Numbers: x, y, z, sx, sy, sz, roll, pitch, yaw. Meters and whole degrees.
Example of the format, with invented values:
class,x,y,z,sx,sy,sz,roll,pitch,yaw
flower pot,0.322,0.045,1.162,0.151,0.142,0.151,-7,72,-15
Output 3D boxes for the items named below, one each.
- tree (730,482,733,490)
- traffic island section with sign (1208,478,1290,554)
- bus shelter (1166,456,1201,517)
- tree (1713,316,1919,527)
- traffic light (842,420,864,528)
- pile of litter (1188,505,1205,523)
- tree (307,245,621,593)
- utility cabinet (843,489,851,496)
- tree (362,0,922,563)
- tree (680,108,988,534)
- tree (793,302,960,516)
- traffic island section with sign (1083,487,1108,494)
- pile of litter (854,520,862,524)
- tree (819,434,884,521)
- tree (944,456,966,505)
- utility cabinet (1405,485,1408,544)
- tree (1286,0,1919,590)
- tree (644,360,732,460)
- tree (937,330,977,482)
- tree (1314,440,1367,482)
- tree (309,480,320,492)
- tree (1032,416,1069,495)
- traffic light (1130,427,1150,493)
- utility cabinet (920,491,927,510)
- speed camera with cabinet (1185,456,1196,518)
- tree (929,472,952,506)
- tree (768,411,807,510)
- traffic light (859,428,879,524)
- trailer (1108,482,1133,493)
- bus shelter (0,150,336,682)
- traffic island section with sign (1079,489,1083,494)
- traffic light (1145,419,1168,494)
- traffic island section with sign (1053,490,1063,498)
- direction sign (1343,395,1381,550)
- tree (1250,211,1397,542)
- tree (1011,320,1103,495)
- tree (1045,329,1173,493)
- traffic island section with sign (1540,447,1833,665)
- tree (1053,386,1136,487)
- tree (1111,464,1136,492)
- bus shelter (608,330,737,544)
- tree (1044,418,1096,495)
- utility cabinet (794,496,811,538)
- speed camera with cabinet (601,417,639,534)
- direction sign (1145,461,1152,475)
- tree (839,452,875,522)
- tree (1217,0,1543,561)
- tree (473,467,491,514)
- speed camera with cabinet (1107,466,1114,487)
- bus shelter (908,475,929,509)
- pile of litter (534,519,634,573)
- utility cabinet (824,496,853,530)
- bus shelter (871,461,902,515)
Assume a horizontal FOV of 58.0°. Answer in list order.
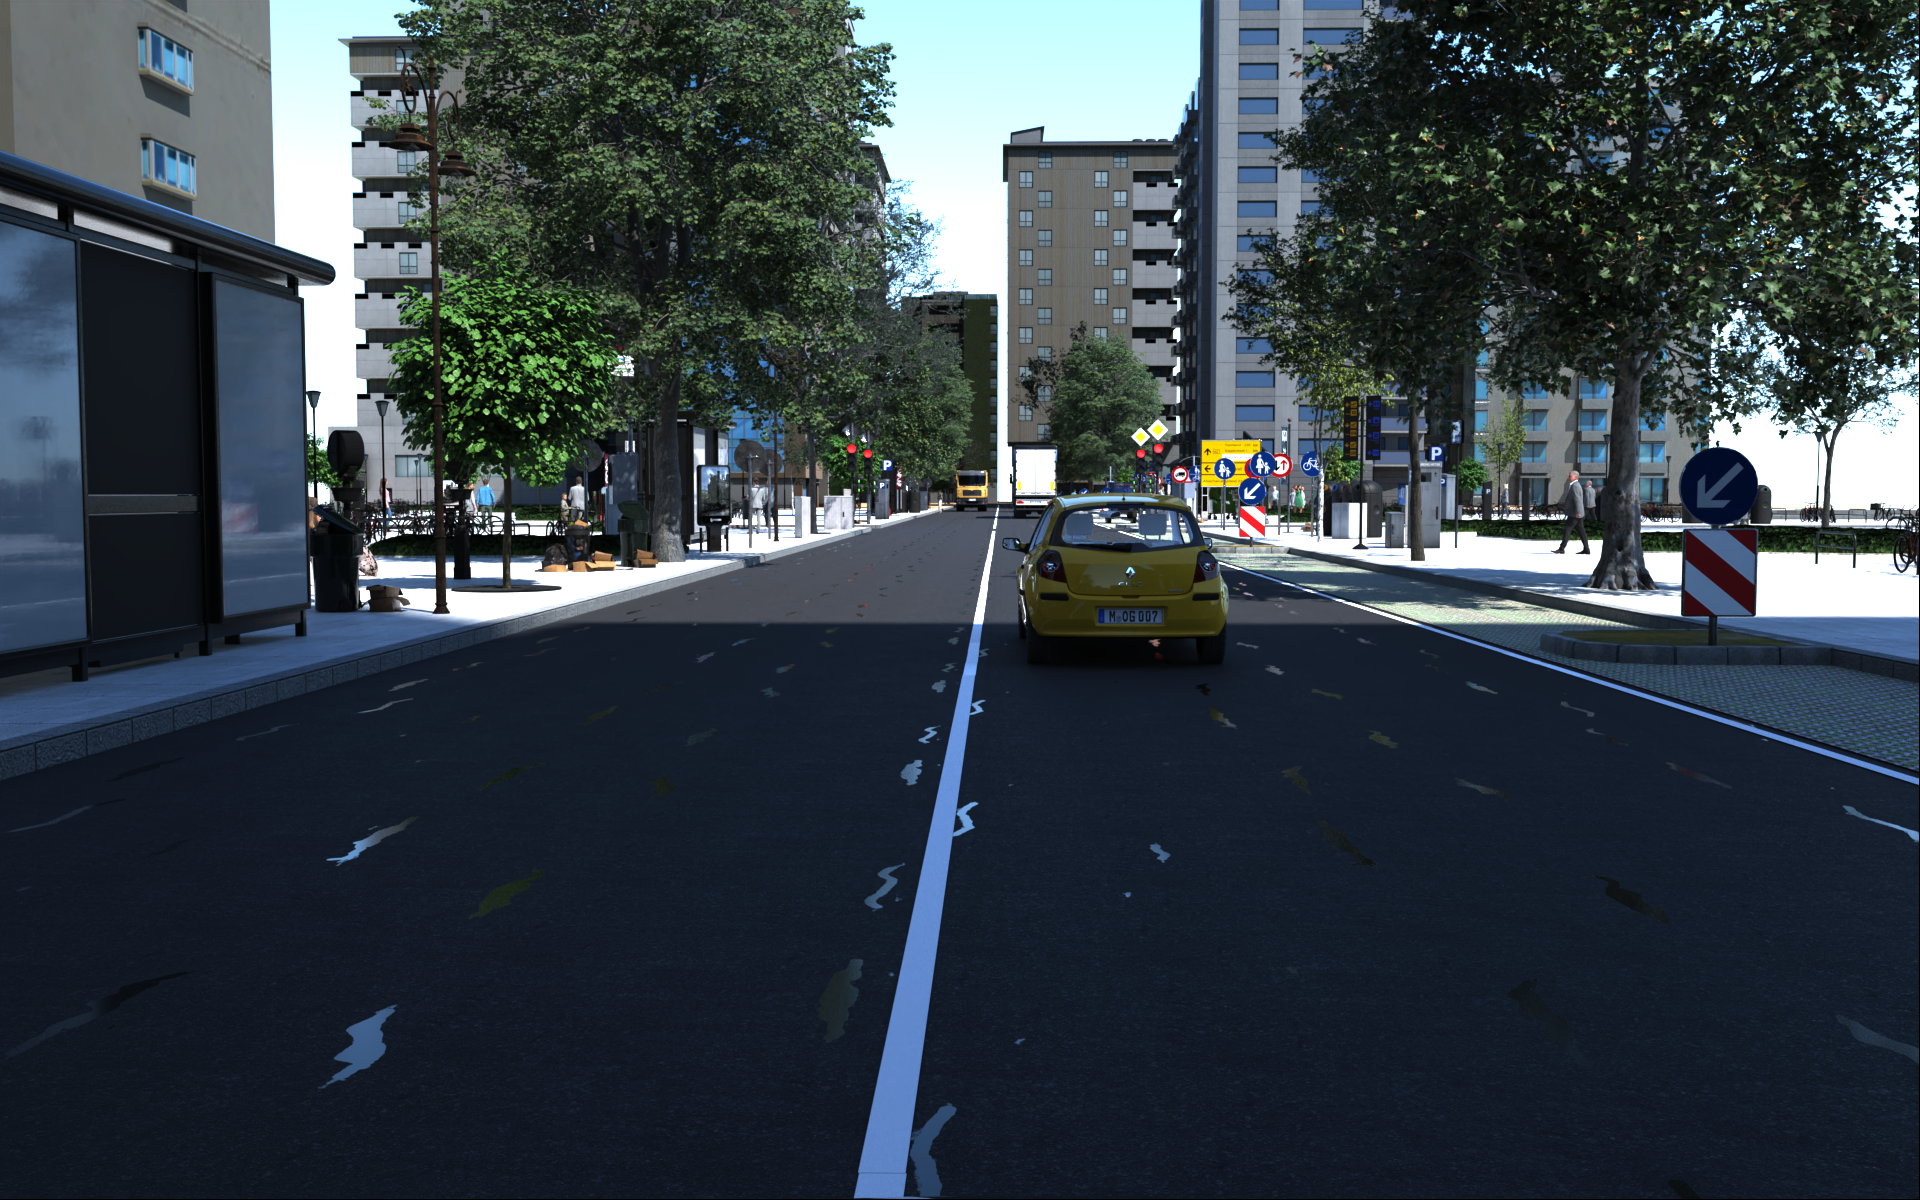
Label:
class,x,y,z,sx,sy,sz,roll,pitch,yaw
tree,-15.622,-7.337,114.569,1.663,3.219,1.824,0,3,0
traffic island section with sign,6.914,-2.060,42.302,1.989,1.847,2.006,0,4,1
bus shelter,12.543,-6.169,94.787,2.014,3.302,5.546,0,4,1
tree,29.697,-7.645,59.412,8.767,10.594,7.601,3,5,44
traffic light,-4.048,-4.680,65.440,0.839,4.253,0.868,0,4,1
pile of litter,10.338,-3.880,77.407,1.176,0.858,1.719,0,4,-4
tree,-6.077,-2.402,22.979,4.285,4.588,4.351,0,3,0
utility cabinet,-4.701,-3.937,73.052,0.318,1.500,1.173,0,4,1
tree,-5.631,-7.683,32.271,9.857,13.997,8.962,0,3,0
tree,-4.728,-8.863,55.285,12.009,13.543,11.850,0,3,0
tree,-4.791,-11.148,99.284,9.611,12.733,9.660,0,3,0
traffic island section with sign,8.232,-5.512,98.756,1.989,1.847,2.006,0,4,1
pile of litter,-4.951,-3.741,75.124,1.176,0.858,1.719,-2,4,-28
tree,-5.116,-6.065,82.880,4.285,4.588,4.351,0,3,0
tree,-1.655,-16.020,212.288,4.360,8.622,3.978,0,3,0
utility cabinet,11.583,-2.171,44.176,0.318,1.500,1.173,1,4,21
tree,9.017,-6.490,23.117,9.611,12.733,9.660,0,3,0
tree,-22.838,-13.861,144.747,7.486,12.596,7.792,0,3,0
tree,-3.425,-13.633,129.561,9.857,13.997,8.962,0,3,0
tree,22.827,-7.379,104.366,4.285,4.588,4.351,0,3,0
tree,-57.843,-10.490,134.412,11.467,7.101,20.602,0,3,0
tree,14.016,-19.255,225.193,12.009,13.543,11.850,0,3,0
traffic light,7.597,-5.153,73.172,0.839,4.253,0.868,0,4,1
utility cabinet,-3.140,-7.681,134.259,1.173,1.500,0.318,0,4,-8
speed camera with cabinet,12.097,-5.901,90.815,0.660,3.252,2.038,1,4,11
tree,-2.413,-12.887,194.408,4.285,4.588,4.351,0,3,0
tree,-13.076,-11.438,137.372,4.360,8.622,3.978,0,3,0
traffic light,-3.862,-5.168,73.423,0.839,4.253,0.868,0,4,1
trailer,7.809,-4.757,84.833,1.471,1.999,3.904,0,4,0
bus shelter,-6.796,-2.057,11.264,2.179,5.291,8.768,0,4,1
traffic island section with sign,8.876,-7.172,125.898,1.989,1.847,2.006,0,4,1
traffic light,7.410,-4.665,65.190,0.839,4.253,0.868,0,4,1
traffic island section with sign,10.041,-10.232,175.918,1.989,1.847,2.006,0,4,1
direction sign,9.282,-2.938,40.030,0.876,3.537,0.379,2,4,32
tree,9.845,-5.843,45.892,4.737,8.622,4.395,0,3,0
tree,11.992,-20.529,191.543,12.611,20.169,13.585,0,3,0
tree,11.848,-13.847,133.051,9.857,13.997,8.962,0,3,0
traffic island section with sign,6.295,-0.411,15.354,1.989,1.847,2.006,0,4,1
tree,12.384,-13.007,147.076,8.767,10.594,7.601,-3,4,-37
tree,11.566,-7.617,119.135,1.663,3.219,1.824,0,3,0
bus shelter,-7.562,-4.125,45.079,2.179,5.291,8.768,0,4,2
tree,13.546,-17.488,211.679,9.928,11.665,9.643,0,3,0
utility cabinet,-4.596,-2.415,50.644,0.306,1.237,1.020,-1,4,-16
speed camera with cabinet,-7.686,-2.732,39.004,0.660,3.252,2.038,-1,4,-18
direction sign,12.693,-7.645,116.998,0.876,3.537,0.379,0,4,-2
tree,-4.758,-5.197,79.566,1.663,3.219,1.824,0,3,0
tree,8.448,-6.026,32.945,7.601,10.594,8.767,0,4,-1
tree,-29.986,-9.760,109.939,4.737,8.622,4.395,0,3,0
speed camera with cabinet,11.156,-7.842,122.555,0.660,3.252,2.038,-2,4,-26
bus shelter,-3.187,-9.190,141.536,1.731,3.624,6.357,0,4,1
pile of litter,-6.257,-0.915,28.924,1.719,0.858,1.176,-1,4,-18
utility cabinet,-4.389,-3.136,62.437,1.020,1.237,0.306,0,4,-1
bus shelter,-4.872,-8.215,111.948,2.179,5.291,8.768,0,4,2
